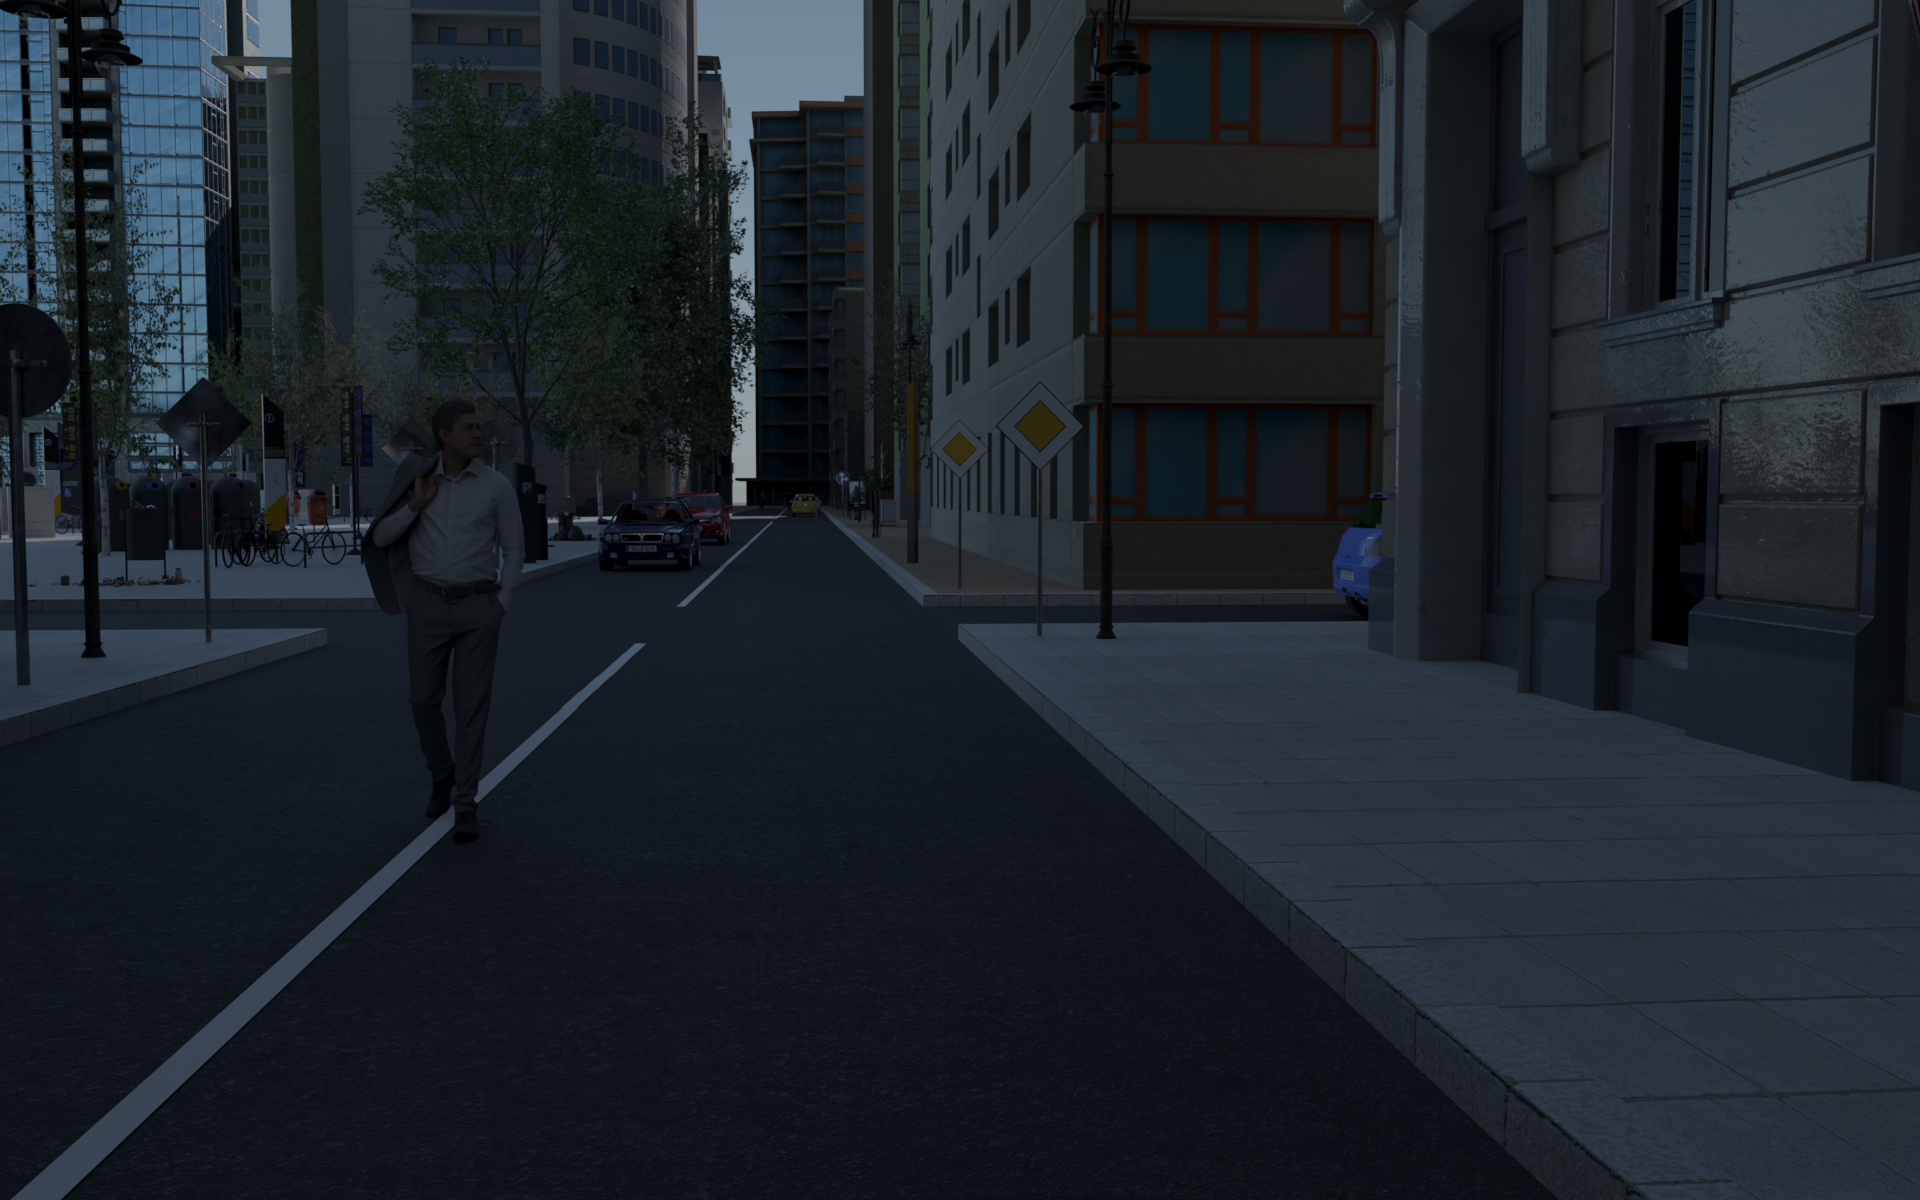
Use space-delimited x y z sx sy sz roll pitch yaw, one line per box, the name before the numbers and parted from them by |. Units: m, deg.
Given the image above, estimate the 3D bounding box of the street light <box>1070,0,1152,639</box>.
street light | 1.299 -2.595 15.215 0.468 5.910 1.993 0 4 -5

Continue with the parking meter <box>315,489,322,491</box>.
parking meter | -31.416 -4.675 84.849 0.372 1.533 0.369 0 3 0

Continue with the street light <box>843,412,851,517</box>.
street light | -6.304 -7.625 97.451 0.468 5.910 1.993 0 4 -5

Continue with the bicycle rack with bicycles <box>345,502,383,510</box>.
bicycle rack with bicycles | -26.210 -3.949 77.948 2.852 0.926 2.925 1 4 15

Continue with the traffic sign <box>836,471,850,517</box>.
traffic sign | -6.402 -5.794 94.833 0.768 2.556 0.104 0 4 -4

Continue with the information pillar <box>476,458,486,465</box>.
information pillar | -23.407 -5.711 84.732 0.504 3.616 0.183 0 4 -4

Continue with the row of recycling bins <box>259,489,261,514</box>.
row of recycling bins | -21.759 -2.580 49.304 3.534 1.692 1.069 -1 4 -12

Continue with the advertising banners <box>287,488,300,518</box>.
advertising banners | -34.340 -5.659 88.720 2.074 3.025 0.090 3 4 36

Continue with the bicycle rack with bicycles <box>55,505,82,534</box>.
bicycle rack with bicycles | -27.061 -2.576 55.504 2.925 0.926 2.852 2 4 26

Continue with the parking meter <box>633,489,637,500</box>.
parking meter | -14.667 -4.294 78.616 0.372 1.533 0.369 0 3 0

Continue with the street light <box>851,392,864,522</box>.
street light | -4.562 -6.465 78.488 0.468 5.910 1.993 0 4 -5

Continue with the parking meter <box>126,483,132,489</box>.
parking meter | -42.027 -5.022 87.820 0.399 1.863 0.255 -1 4 -20

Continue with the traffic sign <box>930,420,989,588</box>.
traffic sign | -0.009 -1.216 23.516 0.795 2.450 0.064 0 4 -5

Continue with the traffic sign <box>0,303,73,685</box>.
traffic sign | -6.300 -0.702 11.576 0.768 2.556 0.104 0 4 4

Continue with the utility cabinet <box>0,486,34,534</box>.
utility cabinet | -32.633 -3.110 59.531 1.173 1.500 0.318 -1 4 -12

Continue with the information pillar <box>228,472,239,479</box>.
information pillar | -24.707 -3.331 58.953 0.304 2.012 0.304 -1 4 -15

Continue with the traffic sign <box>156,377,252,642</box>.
traffic sign | -6.502 -0.690 14.931 0.795 2.450 0.064 0 4 -5

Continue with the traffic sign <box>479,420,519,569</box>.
traffic sign | -7.935 -1.805 29.625 0.768 2.556 0.104 0 4 -5

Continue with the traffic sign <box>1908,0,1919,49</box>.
traffic sign | 1.957 -0.175 2.975 0.768 2.556 0.104 0 4 0

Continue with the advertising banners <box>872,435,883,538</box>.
advertising banners | -2.423 -3.368 51.259 0.090 3.025 2.074 0 4 6

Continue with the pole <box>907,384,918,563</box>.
pole | -0.878 -2.339 32.084 0.158 3.312 0.155 0 3 0

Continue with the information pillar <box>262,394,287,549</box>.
information pillar | -16.116 -3.017 40.678 0.504 3.616 0.183 -3 4 -36

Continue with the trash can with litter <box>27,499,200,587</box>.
trash can with litter | -11.965 -0.826 24.555 2.233 1.210 1.678 -1 4 -17

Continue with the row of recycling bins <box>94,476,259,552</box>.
row of recycling bins | -18.156 -1.997 39.761 3.534 1.692 1.069 -3 5 -44

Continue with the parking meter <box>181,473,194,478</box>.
parking meter | -21.535 -2.607 48.333 0.255 1.863 0.399 -1 4 -9

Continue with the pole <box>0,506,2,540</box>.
pole | -26.848 -3.327 48.237 0.158 3.312 0.155 0 3 0

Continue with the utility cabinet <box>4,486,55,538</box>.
utility cabinet | -26.786 -2.524 49.946 1.173 1.500 0.318 -2 4 -34

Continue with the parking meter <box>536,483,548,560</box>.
parking meter | -8.202 -1.544 33.658 0.372 1.533 0.369 0 3 0

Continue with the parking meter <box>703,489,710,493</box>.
parking meter | -13.755 -5.244 94.155 0.372 1.533 0.369 0 3 0

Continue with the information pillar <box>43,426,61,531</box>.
information pillar | -31.247 -4.172 59.572 0.504 3.616 0.183 -3 4 -39

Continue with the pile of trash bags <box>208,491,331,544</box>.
pile of trash bags | -17.998 -2.145 44.817 3.447 1.369 1.912 -3 5 -44

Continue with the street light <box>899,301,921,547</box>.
street light | -1.205 -4.209 41.601 0.468 5.910 1.993 0 4 -5

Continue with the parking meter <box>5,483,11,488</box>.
parking meter | -47.973 -4.989 87.284 0.399 1.863 0.255 0 4 -2

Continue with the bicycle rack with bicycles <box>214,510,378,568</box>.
bicycle rack with bicycles | -12.202 -1.077 30.994 2.852 0.926 2.925 1 4 14

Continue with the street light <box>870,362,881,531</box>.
street light | -2.935 -5.354 60.328 0.468 5.910 1.993 0 4 -5

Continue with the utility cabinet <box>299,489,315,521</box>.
utility cabinet | -31.060 -4.506 82.352 0.318 1.500 1.173 -3 5 -44

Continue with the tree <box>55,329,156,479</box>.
tree | -38.760 -7.814 78.125 4.737 8.622 4.395 0 3 0

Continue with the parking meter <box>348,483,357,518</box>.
parking meter | -32.743 -5.364 93.412 0.399 1.863 0.255 1 4 17

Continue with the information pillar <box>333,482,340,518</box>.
information pillar | -33.899 -5.484 94.158 0.304 2.012 0.304 -3 4 -36

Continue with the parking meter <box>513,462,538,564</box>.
parking meter | -8.043 -1.612 32.063 0.399 1.863 0.255 -2 4 -33

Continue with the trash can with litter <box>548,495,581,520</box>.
trash can with litter | -19.958 -4.647 87.041 2.233 1.210 1.678 -3 4 -38

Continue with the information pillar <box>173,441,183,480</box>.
information pillar | -29.575 -4.537 65.539 0.183 3.616 0.504 0 4 7

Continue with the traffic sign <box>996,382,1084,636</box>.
traffic sign | 0.714 -0.729 15.564 0.795 2.450 0.064 0 4 -5

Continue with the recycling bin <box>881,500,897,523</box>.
recycling bin | -3.291 -4.029 78.420 0.722 1.027 0.722 -1 4 -17

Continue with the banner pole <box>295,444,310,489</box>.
banner pole | -31.663 -5.721 83.550 0.863 3.779 0.401 -3 4 -37

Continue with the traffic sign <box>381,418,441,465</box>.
traffic sign | -7.225 -1.177 22.883 0.795 2.450 0.064 0 4 -5

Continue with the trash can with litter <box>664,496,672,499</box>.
trash can with litter | -14.449 -4.485 84.717 0.624 1.170 1.055 2 4 30

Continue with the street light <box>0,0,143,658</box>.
street light | -6.820 -2.487 13.454 0.468 5.910 1.993 0 4 -5
